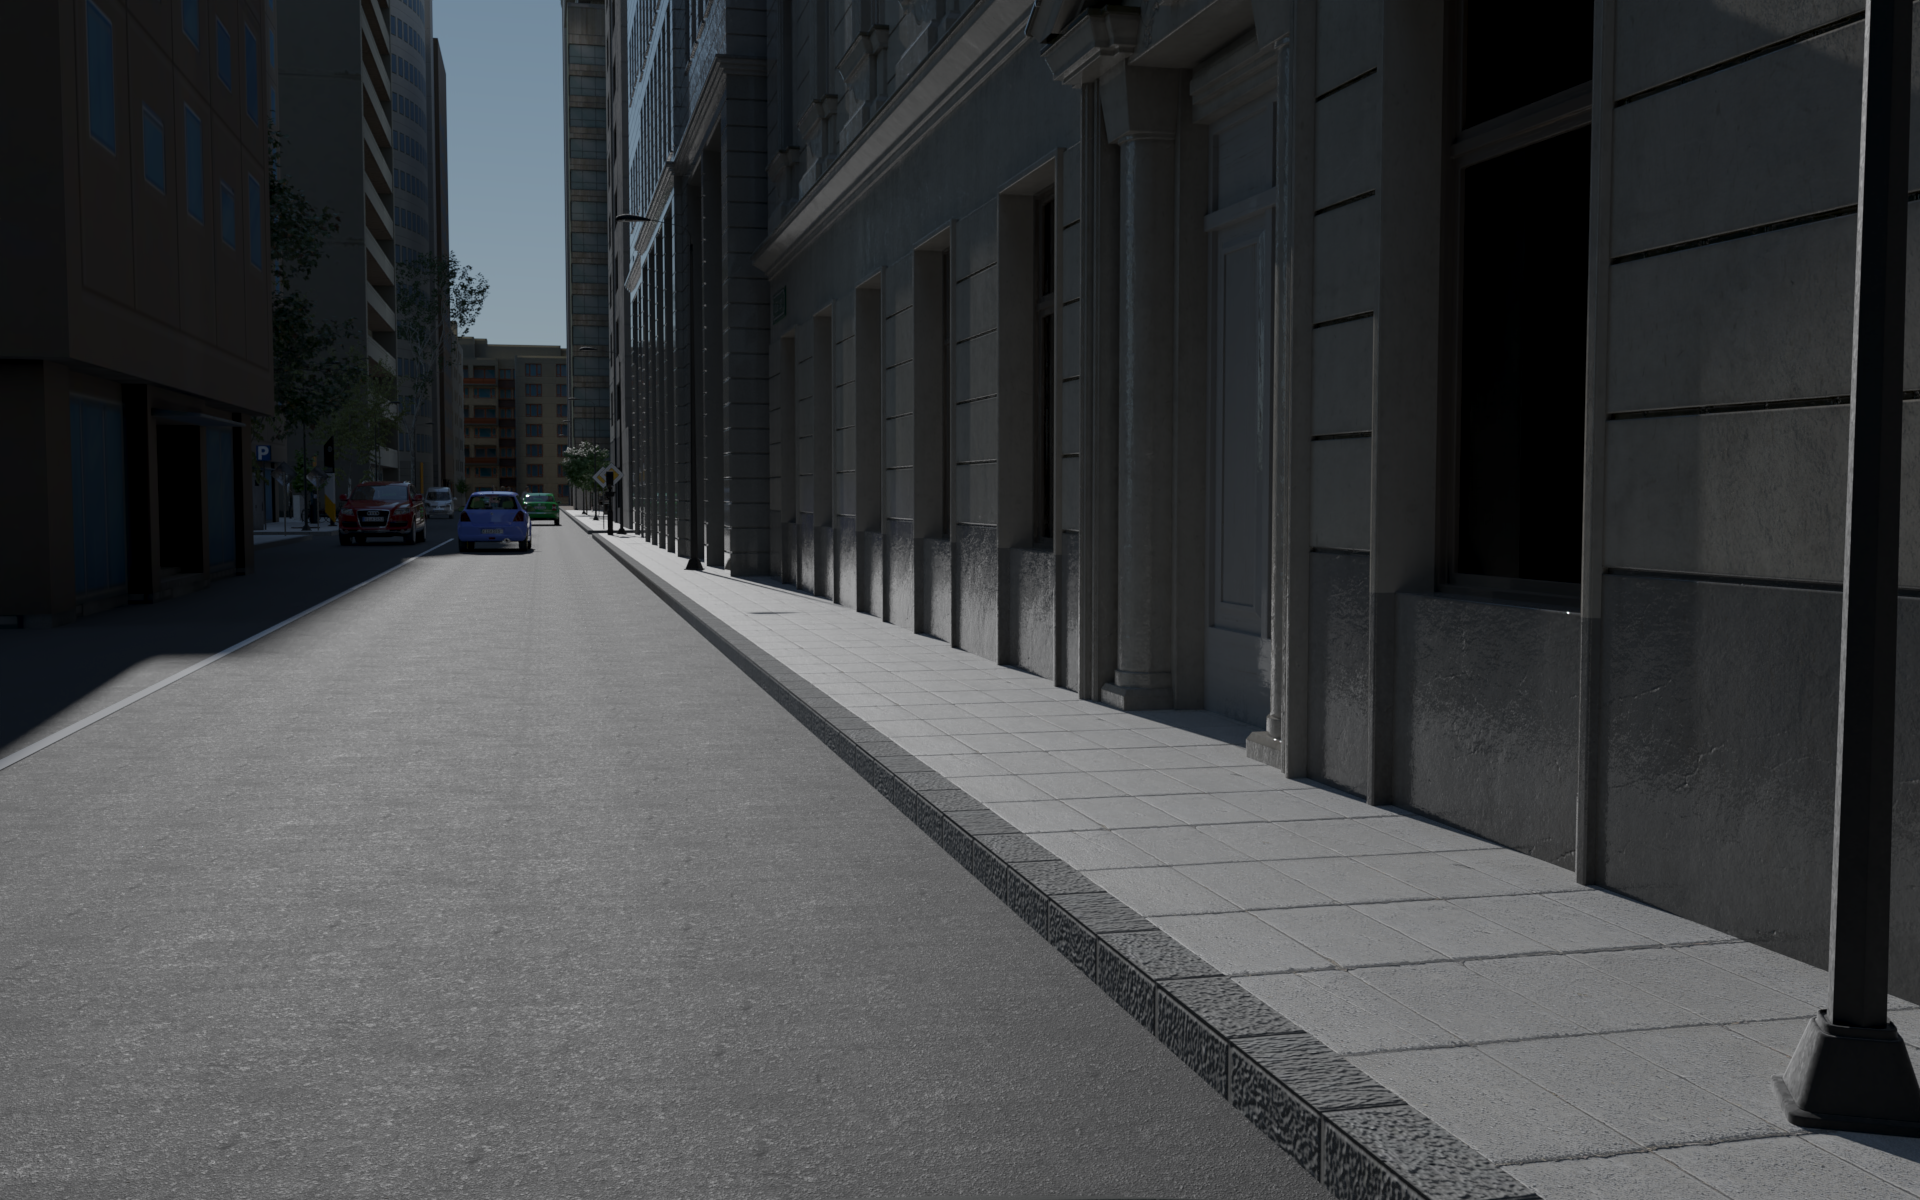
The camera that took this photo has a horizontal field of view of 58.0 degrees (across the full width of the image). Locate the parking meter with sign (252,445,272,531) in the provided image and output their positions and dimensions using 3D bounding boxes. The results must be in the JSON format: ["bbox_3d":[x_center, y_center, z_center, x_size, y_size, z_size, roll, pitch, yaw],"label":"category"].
[{"bbox_3d":[-24.975,-3.966,61.100,0.543,3.016,1.738,0,4,8],"label":"parking meter with sign"}]

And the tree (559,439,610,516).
[{"bbox_3d":[-22.442,-7.372,104.242,4.285,4.588,4.351,0,3,0],"label":"tree"}]

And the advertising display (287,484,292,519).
[{"bbox_3d":[-34.940,-5.203,90.285,0.123,1.923,0.974,-2,4,-28],"label":"advertising display"}]

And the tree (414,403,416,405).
[{"bbox_3d":[-30.693,-8.571,90.493,4.737,8.622,4.395,0,3,0],"label":"tree"}]

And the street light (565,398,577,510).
[{"bbox_3d":[-18.214,-6.808,83.845,1.470,5.913,1.316,-1,4,-14],"label":"street light"}]

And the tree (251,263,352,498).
[{"bbox_3d":[-20.415,-6.052,49.319,4.737,8.622,4.395,0,3,0],"label":"tree"}]

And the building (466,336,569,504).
[{"bbox_3d":[-63.865,-23.403,227.672,28.899,21.520,27.650,-1,4,-14],"label":"building"}]

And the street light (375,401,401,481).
[{"bbox_3d":[-28.676,-6.983,86.716,1.470,5.913,1.316,-1,4,-14],"label":"street light"}]

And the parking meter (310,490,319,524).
[{"bbox_3d":[-27.874,-4.059,74.779,0.372,1.533,0.369,0,3,0],"label":"parking meter"}]

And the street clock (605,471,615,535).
[{"bbox_3d":[-10.911,-3.023,54.002,0.358,2.002,0.471,-1,4,-10],"label":"street clock"}]

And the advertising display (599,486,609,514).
[{"bbox_3d":[-22.274,-6.343,108.915,0.974,1.923,0.123,-1,4,-15],"label":"advertising display"}]

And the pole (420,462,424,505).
[{"bbox_3d":[-34.747,-7.215,111.814,0.158,3.312,0.155,0,3,0],"label":"pole"}]

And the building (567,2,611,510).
[{"bbox_3d":[-26.575,-28.516,149.825,14.154,41.232,14.086,-1,4,-14],"label":"building"}]

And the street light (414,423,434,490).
[{"bbox_3d":[-34.822,-8.562,112.524,1.470,5.913,1.316,-1,4,-14],"label":"street light"}]

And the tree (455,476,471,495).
[{"bbox_3d":[-51.648,-11.339,179.986,1.663,3.219,1.824,0,3,0],"label":"tree"}]

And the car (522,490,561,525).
[{"bbox_3d":[-19.562,-4.394,80.640,1.959,1.807,4.718,-1,4,-13],"label":"car"}]

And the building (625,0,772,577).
[{"bbox_3d":[-1.777,-16.147,41.503,11.434,29.767,29.804,-1,4,-14],"label":"building"}]

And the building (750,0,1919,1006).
[{"bbox_3d":[9.813,-14.062,6.330,17.030,29.872,44.131,-1,4,-14],"label":"building"}]

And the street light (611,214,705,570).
[{"bbox_3d":[-5.027,-3.455,29.038,1.470,5.913,1.316,-1,4,-14],"label":"street light"}]

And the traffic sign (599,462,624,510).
[{"bbox_3d":[-11.070,-3.147,55.094,0.795,2.450,0.064,-1,4,-14],"label":"traffic sign"}]

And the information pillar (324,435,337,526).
[{"bbox_3d":[-25.084,-4.746,68.952,0.504,3.616,0.183,2,4,25],"label":"information pillar"}]

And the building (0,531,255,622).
[{"bbox_3d":[-17.625,-22.749,22.062,14.600,45.320,14.200,-1,4,-14],"label":"building"}]

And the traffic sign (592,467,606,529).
[{"bbox_3d":[-12.942,-3.622,62.857,0.795,2.450,0.064,-1,4,-14],"label":"traffic sign"}]

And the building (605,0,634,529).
[{"bbox_3d":[-4.383,-38.827,73.069,20.611,71.187,20.563,-1,4,-14],"label":"building"}]

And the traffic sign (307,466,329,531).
[{"bbox_3d":[-22.469,-3.483,60.589,0.795,2.450,0.064,-1,4,-14],"label":"traffic sign"}]

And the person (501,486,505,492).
[{"bbox_3d":[-20.424,-4.198,77.551,0.576,1.772,0.534,-2,4,-28],"label":"person"}]

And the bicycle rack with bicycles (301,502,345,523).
[{"bbox_3d":[-28.578,-3.990,78.624,2.925,0.926,2.852,-2,4,-30],"label":"bicycle rack with bicycles"}]

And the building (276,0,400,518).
[{"bbox_3d":[-45.382,-29.246,101.879,21.300,48.544,21.600,-1,4,-14],"label":"building"}]

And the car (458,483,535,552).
[{"bbox_3d":[-11.883,-2.126,44.356,1.945,1.707,3.694,-1,4,-12],"label":"car"}]

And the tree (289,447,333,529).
[{"bbox_3d":[-24.500,-4.284,64.651,1.663,3.219,1.824,0,3,0],"label":"tree"}]

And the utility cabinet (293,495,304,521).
[{"bbox_3d":[-32.154,-4.476,84.337,0.306,1.237,1.020,-3,4,-38],"label":"utility cabinet"}]

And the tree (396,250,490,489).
[{"bbox_3d":[-40.440,-16.400,124.027,12.611,20.169,13.585,0,3,0],"label":"tree"}]

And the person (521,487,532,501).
[{"bbox_3d":[-23.860,-5.331,95.512,0.661,1.843,0.795,-2,4,-26],"label":"person"}]

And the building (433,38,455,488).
[{"bbox_3d":[-56.550,-31.574,166.350,14.600,45.320,14.200,-1,4,-14],"label":"building"}]

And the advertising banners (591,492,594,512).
[{"bbox_3d":[-25.870,-7.676,121.683,0.090,3.025,2.074,-1,4,-16],"label":"advertising banners"}]

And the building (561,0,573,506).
[{"bbox_3d":[-34.324,-40.103,197.677,21.231,58.520,28.212,-1,4,-14],"label":"building"}]

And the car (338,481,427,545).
[{"bbox_3d":[-16.714,-2.544,50.274,2.281,1.827,5.304,-1,4,-12],"label":"car"}]

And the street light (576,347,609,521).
[{"bbox_3d":[-11.324,-5.042,54.985,1.470,5.913,1.316,-1,4,-14],"label":"street light"}]

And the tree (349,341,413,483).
[{"bbox_3d":[-29.345,-8.076,82.400,4.737,8.622,4.395,0,3,0],"label":"tree"}]

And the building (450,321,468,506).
[{"bbox_3d":[-70.301,-21.155,190.926,28.899,21.520,27.650,-1,4,-14],"label":"building"}]

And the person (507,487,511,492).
[{"bbox_3d":[-26.926,-5.814,103.336,0.755,1.850,0.659,0,4,-3],"label":"person"}]

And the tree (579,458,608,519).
[{"bbox_3d":[-18.941,-5.895,90.986,1.663,3.219,1.824,0,3,0],"label":"tree"}]

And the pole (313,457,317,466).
[{"bbox_3d":[-35.056,-6.137,94.189,0.158,3.312,0.155,0,3,0],"label":"pole"}]

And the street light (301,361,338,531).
[{"bbox_3d":[-22.304,-5.376,60.445,1.470,5.913,1.316,-1,4,-14],"label":"street light"}]

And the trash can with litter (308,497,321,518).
[{"bbox_3d":[-34.752,-4.971,92.670,1.055,1.170,0.624,1,4,18],"label":"trash can with litter"}]

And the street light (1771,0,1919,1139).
[{"bbox_3d":[1.333,-1.882,3.306,1.470,5.913,1.316,-1,4,-14],"label":"street light"}]

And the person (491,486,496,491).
[{"bbox_3d":[-22.284,-4.545,82.827,0.388,1.821,0.555,3,4,38],"label":"person"}]

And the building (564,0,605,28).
[{"bbox_3d":[-23.998,-35.608,171.436,28.713,52.752,27.495,-1,4,-14],"label":"building"}]

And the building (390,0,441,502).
[{"bbox_3d":[-55.354,-36.819,143.981,21.231,58.520,28.212,-1,4,-14],"label":"building"}]

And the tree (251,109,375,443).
[{"bbox_3d":[-18.348,-7.453,38.863,9.611,12.733,9.660,0,3,0],"label":"tree"}]

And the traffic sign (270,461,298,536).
[{"bbox_3d":[-20.597,-3.008,52.826,0.795,2.450,0.064,-1,4,-14],"label":"traffic sign"}]

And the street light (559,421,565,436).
[{"bbox_3d":[-24.395,-8.384,109.620,1.470,5.913,1.316,-1,4,-14],"label":"street light"}]

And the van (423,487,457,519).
[{"bbox_3d":[-30.544,-5.781,101.523,2.013,2.044,4.112,-1,4,-15],"label":"van"}]
